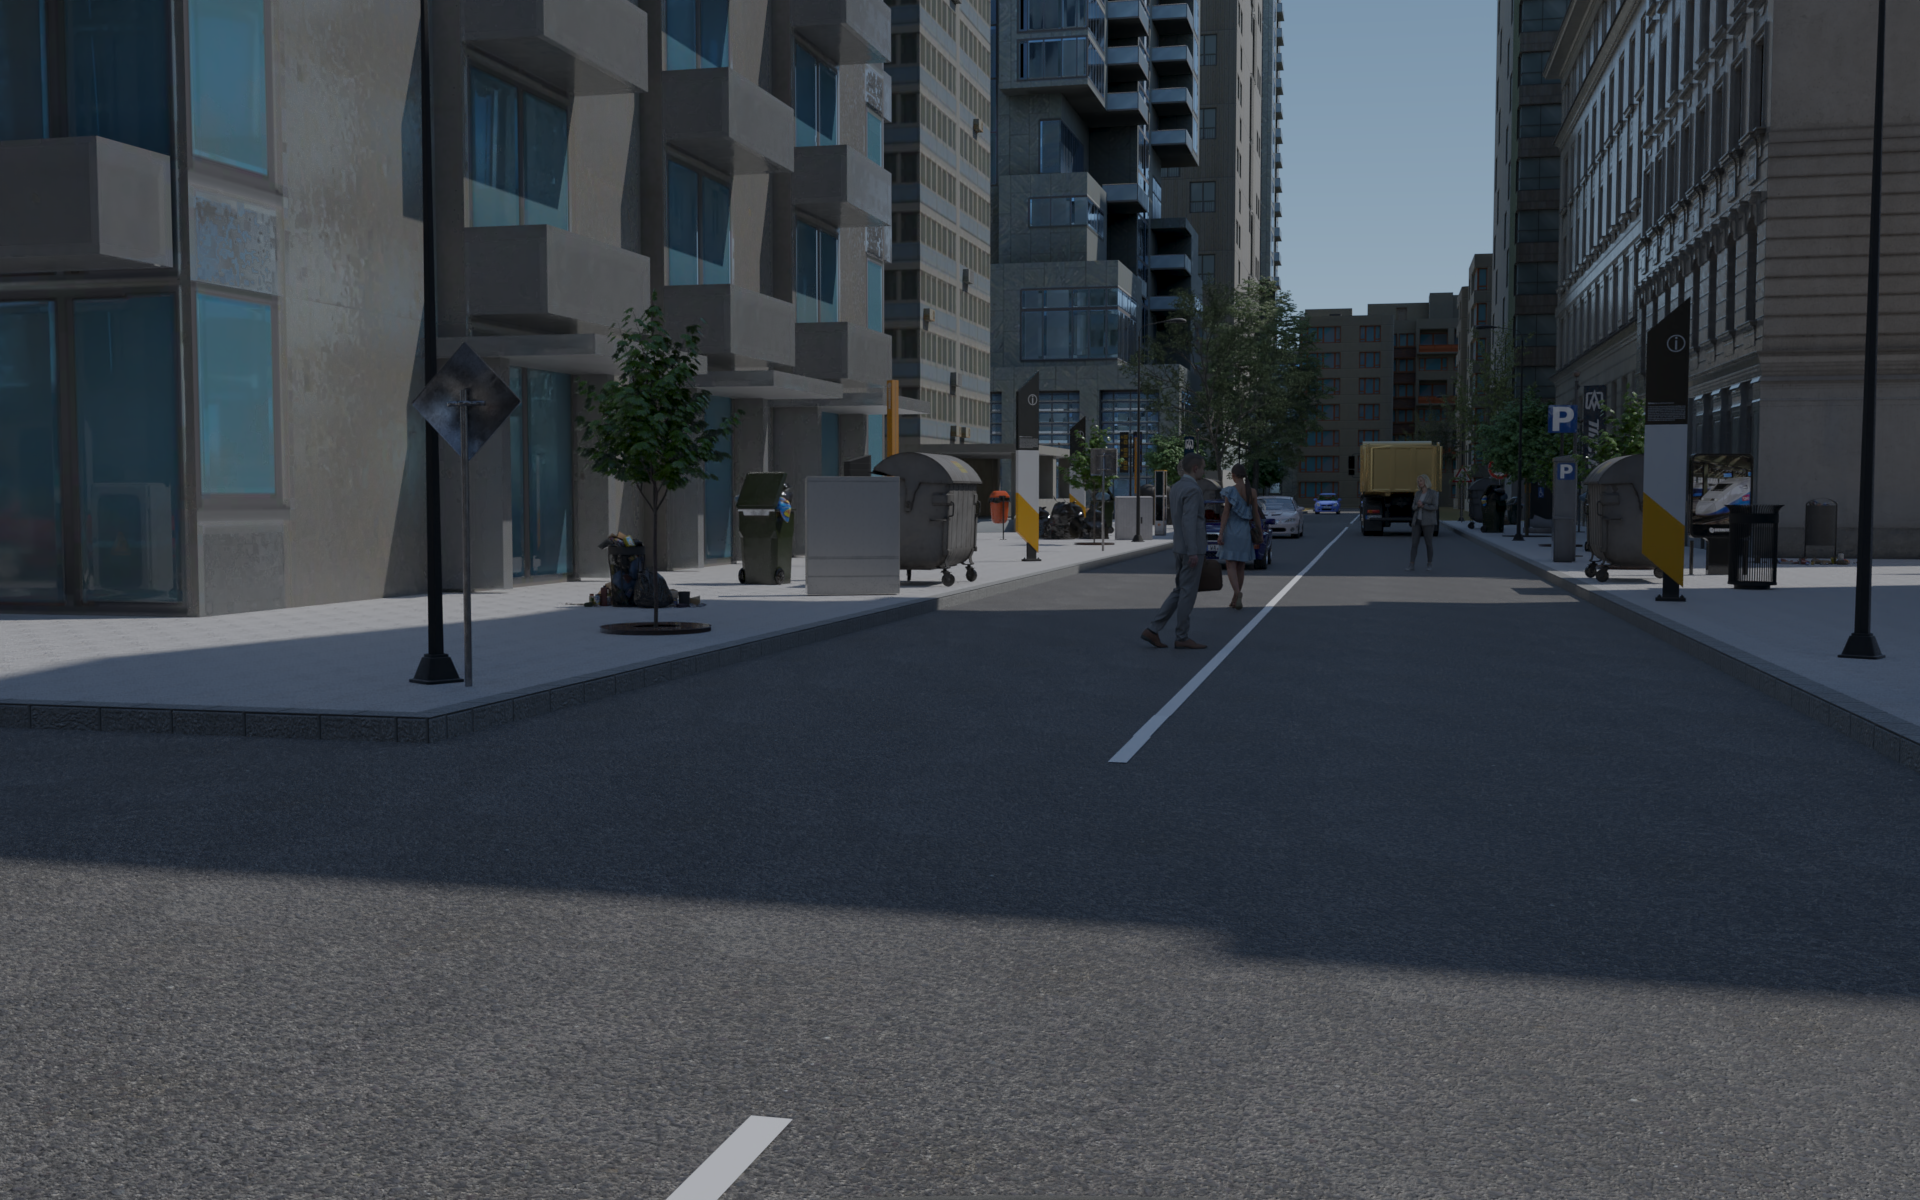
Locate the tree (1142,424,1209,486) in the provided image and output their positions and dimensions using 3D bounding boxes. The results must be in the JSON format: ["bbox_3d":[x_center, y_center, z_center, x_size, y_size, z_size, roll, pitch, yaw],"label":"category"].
[{"bbox_3d":[10.127,-5.947,80.950,4.285,4.588,4.351,0,3,0],"label":"tree"}]

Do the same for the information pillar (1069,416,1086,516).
[{"bbox_3d":[3.543,-3.709,51.991,0.504,3.616,0.183,1,4,16],"label":"information pillar"}]

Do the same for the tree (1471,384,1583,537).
[{"bbox_3d":[17.159,-4.178,52.019,4.285,4.588,4.351,0,3,0],"label":"tree"}]

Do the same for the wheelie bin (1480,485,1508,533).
[{"bbox_3d":[17.712,-3.026,57.377,0.980,1.594,0.693,-3,4,-37],"label":"wheelie bin"}]

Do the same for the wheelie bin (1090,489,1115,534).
[{"bbox_3d":[4.618,-2.956,56.240,0.693,1.594,0.980,-1,4,-22],"label":"wheelie bin"}]

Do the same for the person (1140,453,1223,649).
[{"bbox_3d":[2.118,-0.454,16.038,0.853,1.813,0.709,-1,4,-15],"label":"person"}]

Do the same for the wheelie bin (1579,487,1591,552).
[{"bbox_3d":[14.265,-1.871,38.499,0.980,1.594,0.693,2,4,34],"label":"wheelie bin"}]

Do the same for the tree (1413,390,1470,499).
[{"bbox_3d":[33.995,-10.554,122.916,4.360,8.622,3.978,0,3,0],"label":"tree"}]

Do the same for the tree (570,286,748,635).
[{"bbox_3d":[-2.739,-1.321,16.202,1.663,3.219,1.824,0,3,0],"label":"tree"}]

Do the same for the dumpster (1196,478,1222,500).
[{"bbox_3d":[8.991,-3.563,64.014,1.264,1.857,1.865,1,4,14],"label":"dumpster"}]

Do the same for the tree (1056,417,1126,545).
[{"bbox_3d":[3.404,-3.012,43.843,1.663,3.219,1.824,0,3,0],"label":"tree"}]

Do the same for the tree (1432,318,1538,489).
[{"bbox_3d":[22.434,-7.525,73.402,4.737,8.622,4.395,0,3,0],"label":"tree"}]

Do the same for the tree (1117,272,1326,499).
[{"bbox_3d":[10.915,-8.416,72.018,8.767,10.594,7.601,0,4,-1],"label":"tree"}]

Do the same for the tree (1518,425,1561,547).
[{"bbox_3d":[14.745,-2.908,42.148,1.663,3.219,1.824,0,3,0],"label":"tree"}]

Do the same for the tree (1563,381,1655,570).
[{"bbox_3d":[11.502,-2.152,29.791,1.663,3.219,1.824,0,3,0],"label":"tree"}]

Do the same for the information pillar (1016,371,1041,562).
[{"bbox_3d":[1.291,-2.539,32.870,0.504,3.616,0.183,-2,4,-31],"label":"information pillar"}]

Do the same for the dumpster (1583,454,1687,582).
[{"bbox_3d":[9.985,-1.217,25.652,1.264,1.857,1.865,1,4,13],"label":"dumpster"}]

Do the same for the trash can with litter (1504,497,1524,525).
[{"bbox_3d":[22.728,-3.678,71.518,1.055,1.170,0.624,-2,4,-31],"label":"trash can with litter"}]

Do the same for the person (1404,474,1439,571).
[{"bbox_3d":[8.656,-1.447,32.349,0.526,1.800,0.537,-3,4,-37],"label":"person"}]

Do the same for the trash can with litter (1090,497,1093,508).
[{"bbox_3d":[6.390,-4.182,79.768,0.624,1.170,1.055,-1,4,-22],"label":"trash can with litter"}]

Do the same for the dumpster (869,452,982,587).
[{"bbox_3d":[-0.494,-1.159,24.709,1.264,1.857,1.865,1,4,14],"label":"dumpster"}]

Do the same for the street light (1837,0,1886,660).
[{"bbox_3d":[6.549,-2.508,13.543,1.470,5.913,1.316,1,4,14],"label":"street light"}]

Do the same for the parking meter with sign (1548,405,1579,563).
[{"bbox_3d":[11.557,-2.257,33.161,0.543,3.016,1.738,1,4,16],"label":"parking meter with sign"}]

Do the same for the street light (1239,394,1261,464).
[{"bbox_3d":[13.454,-6.572,79.992,1.470,5.913,1.316,1,4,14],"label":"street light"}]

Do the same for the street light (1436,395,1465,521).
[{"bbox_3d":[23.077,-6.664,81.496,1.470,5.913,1.316,1,4,14],"label":"street light"}]

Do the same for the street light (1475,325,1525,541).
[{"bbox_3d":[14.822,-4.588,47.547,1.470,5.913,1.316,1,4,14],"label":"street light"}]

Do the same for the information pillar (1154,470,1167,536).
[{"bbox_3d":[6.187,-2.991,53.394,0.304,2.012,0.304,1,4,23],"label":"information pillar"}]

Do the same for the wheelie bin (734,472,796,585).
[{"bbox_3d":[-2.777,-1.028,24.713,0.980,1.594,0.693,1,4,22],"label":"wheelie bin"}]

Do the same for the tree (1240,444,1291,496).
[{"bbox_3d":[18.332,-7.420,105.037,4.285,4.588,4.351,0,3,0],"label":"tree"}]

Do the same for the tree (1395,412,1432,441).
[{"bbox_3d":[40.225,-12.250,150.653,4.737,8.622,4.395,0,3,0],"label":"tree"}]

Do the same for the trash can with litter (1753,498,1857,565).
[{"bbox_3d":[15.403,-1.274,31.892,2.233,1.210,1.678,1,4,20],"label":"trash can with litter"}]

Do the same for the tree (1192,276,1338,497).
[{"bbox_3d":[15.913,-10.544,90.514,7.486,12.596,7.792,0,3,0],"label":"tree"}]

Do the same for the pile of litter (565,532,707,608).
[{"bbox_3d":[-3.739,-0.367,19.966,1.719,0.858,1.176,3,4,37],"label":"pile of litter"}]

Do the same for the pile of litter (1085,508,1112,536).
[{"bbox_3d":[3.829,-2.419,53.510,1.719,0.858,1.176,3,5,42],"label":"pile of litter"}]

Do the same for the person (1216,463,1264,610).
[{"bbox_3d":[3.495,-0.791,21.532,0.616,1.811,0.778,0,4,-3],"label":"person"}]

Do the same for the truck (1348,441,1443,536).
[{"bbox_3d":[15.771,-4.068,62.438,3.469,3.379,9.791,1,4,12],"label":"truck"}]

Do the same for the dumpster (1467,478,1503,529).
[{"bbox_3d":[19.342,-3.544,63.695,1.264,1.857,1.865,1,4,14],"label":"dumpster"}]

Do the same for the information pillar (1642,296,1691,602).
[{"bbox_3d":[8.439,-1.793,20.675,0.504,3.616,0.183,1,4,23],"label":"information pillar"}]
